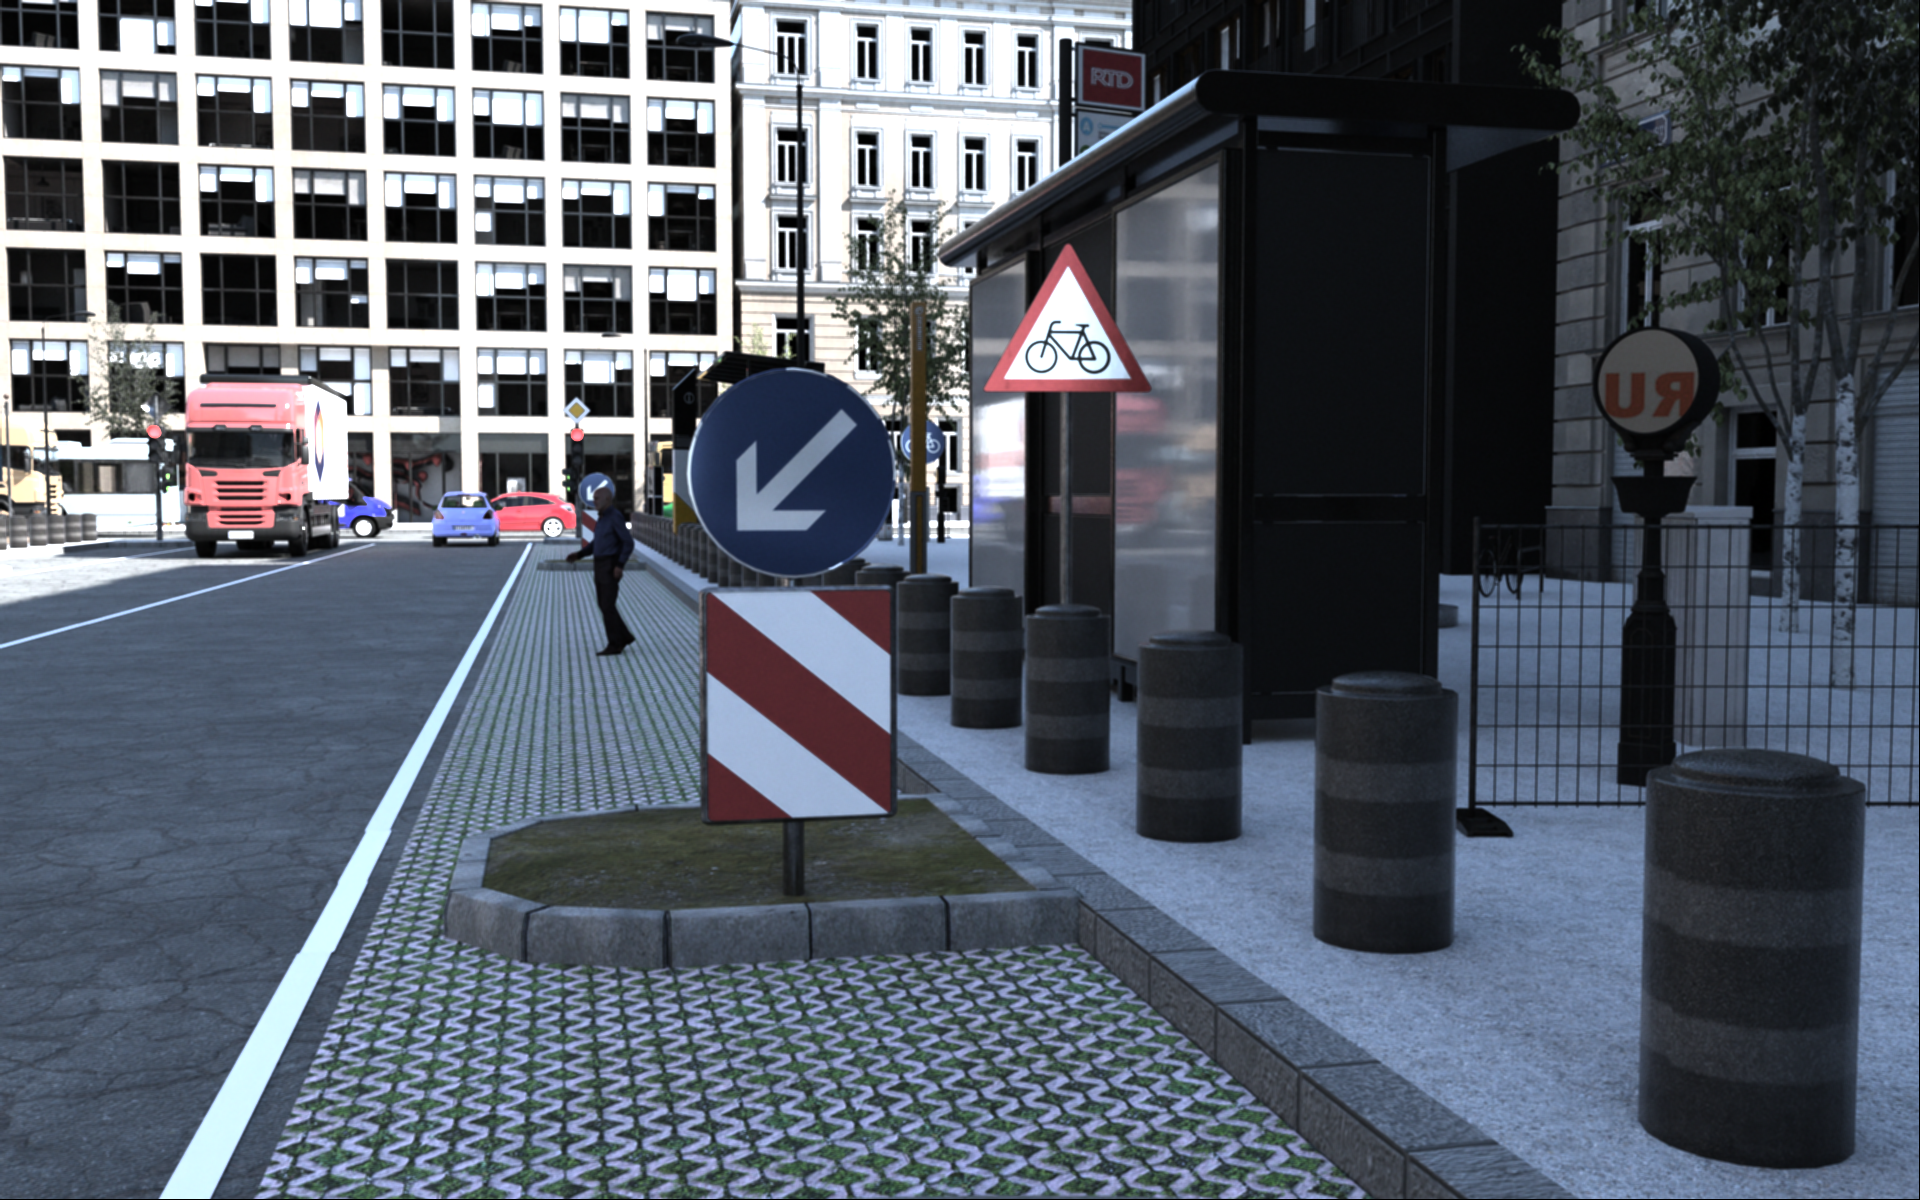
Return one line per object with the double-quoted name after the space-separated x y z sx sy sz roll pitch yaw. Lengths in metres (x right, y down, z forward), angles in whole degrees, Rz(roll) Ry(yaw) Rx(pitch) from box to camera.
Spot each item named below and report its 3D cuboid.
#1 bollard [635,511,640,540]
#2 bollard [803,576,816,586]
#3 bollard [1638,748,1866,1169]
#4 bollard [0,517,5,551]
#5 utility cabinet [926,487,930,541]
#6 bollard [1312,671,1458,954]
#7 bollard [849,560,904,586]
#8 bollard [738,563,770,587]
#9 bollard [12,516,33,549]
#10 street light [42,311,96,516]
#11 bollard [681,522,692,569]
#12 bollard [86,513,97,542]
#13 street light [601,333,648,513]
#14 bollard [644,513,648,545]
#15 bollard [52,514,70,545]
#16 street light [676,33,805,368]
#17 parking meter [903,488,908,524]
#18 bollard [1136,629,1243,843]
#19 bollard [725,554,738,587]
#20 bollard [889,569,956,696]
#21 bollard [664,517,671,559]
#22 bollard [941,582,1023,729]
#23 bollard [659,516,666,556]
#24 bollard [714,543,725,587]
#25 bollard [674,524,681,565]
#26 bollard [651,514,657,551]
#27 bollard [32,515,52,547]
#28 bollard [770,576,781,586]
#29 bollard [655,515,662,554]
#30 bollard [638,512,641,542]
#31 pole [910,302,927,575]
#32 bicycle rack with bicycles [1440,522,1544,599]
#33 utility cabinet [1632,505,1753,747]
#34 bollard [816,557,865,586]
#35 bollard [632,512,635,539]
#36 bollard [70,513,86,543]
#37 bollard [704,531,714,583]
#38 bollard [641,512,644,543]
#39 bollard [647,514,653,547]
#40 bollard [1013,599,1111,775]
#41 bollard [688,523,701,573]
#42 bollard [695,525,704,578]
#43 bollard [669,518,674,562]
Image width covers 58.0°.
-8.481 -1.956 46.689 0.404 0.777 0.398 0 3 0 "bollard"
-1.295 -0.068 15.827 0.404 0.777 0.398 0 3 0 "bollard"
1.580 0.688 3.465 0.404 0.777 0.398 0 3 0 "bollard"
-21.834 -1.502 39.269 0.404 0.777 0.398 0 3 0 "bollard"
-1.000 -2.343 46.993 0.318 1.500 1.173 0 4 -6 "utility cabinet"
1.226 0.594 5.003 0.404 0.777 0.398 0 3 0 "bollard"
-0.566 0.123 12.699 0.404 0.777 0.398 0 3 0 "bollard"
-2.376 -0.352 20.467 0.404 0.777 0.398 0 3 0 "bollard"
-22.190 -1.596 40.807 0.404 0.777 0.398 0 3 0 "bollard"
-22.657 -4.374 44.056 1.470 5.913 1.316 -1 4 -13 "street light"
-4.532 -0.918 29.728 0.404 0.777 0.398 0 3 0 "bollard"
-23.627 -1.973 46.969 0.404 0.777 0.398 0 3 0 "bollard"
-9.642 -4.749 50.191 1.470 5.913 1.316 -1 4 -13 "street light"
-7.401 -1.672 42.053 0.404 0.777 0.398 0 3 0 "bollard"
-22.908 -1.784 43.883 0.404 0.777 0.398 0 3 0 "bollard"
-2.173 -2.766 17.770 1.470 5.913 1.316 -1 4 -13 "street light"
-2.437 -4.075 75.044 0.372 1.533 0.369 0 3 0 "parking meter"
0.866 0.500 6.540 0.404 0.777 0.398 0 3 0 "bollard"
-2.738 -0.446 22.017 0.404 0.777 0.398 0 3 0 "bollard"
-0.208 0.217 11.162 0.404 0.777 0.398 0 3 0 "bollard"
-5.608 -1.200 34.340 0.404 0.777 0.398 0 3 0 "bollard"
0.147 0.311 9.624 0.404 0.777 0.398 0 3 0 "bollard"
-5.964 -1.294 35.882 0.404 0.777 0.398 0 3 0 "bollard"
-3.094 -0.541 23.564 0.404 0.777 0.398 0 3 0 "bollard"
-4.892 -1.012 31.265 0.404 0.777 0.398 0 3 0 "bollard"
-6.682 -1.483 38.972 0.404 0.777 0.398 0 3 0 "bollard"
-22.549 -1.690 42.345 0.404 0.777 0.398 0 3 0 "bollard"
-1.653 -0.162 17.365 0.404 0.777 0.398 0 3 0 "bollard"
-6.324 -1.389 37.420 0.404 0.777 0.398 0 3 0 "bollard"
-8.121 -1.861 45.150 0.404 0.777 0.398 0 3 0 "bollard"
-0.447 -1.509 18.523 0.158 3.312 0.155 0 3 0 "pole"
6.230 -0.538 22.173 2.852 0.926 2.925 2 4 28 "bicycle rack with bicycles"
3.883 0.116 9.271 0.306 1.237 1.020 0 4 5 "utility cabinet"
-0.934 0.028 14.264 0.404 0.777 0.398 0 3 0 "bollard"
-8.840 -2.050 48.226 0.404 0.777 0.398 0 3 0 "bollard"
-23.265 -1.878 45.420 0.404 0.777 0.398 0 3 0 "bollard"
-3.457 -0.635 25.100 0.404 0.777 0.398 0 3 0 "bollard"
-7.763 -1.767 43.600 0.404 0.777 0.398 0 3 0 "bollard"
-7.040 -1.578 40.509 0.404 0.777 0.398 0 3 0 "bollard"
0.503 0.406 8.086 0.404 0.777 0.398 0 3 0 "bollard"
-4.170 -0.823 28.180 0.404 0.777 0.398 0 3 0 "bollard"
-3.811 -0.729 26.643 0.404 0.777 0.398 0 3 0 "bollard"
-5.249 -1.106 32.803 0.404 0.777 0.398 0 3 0 "bollard"
